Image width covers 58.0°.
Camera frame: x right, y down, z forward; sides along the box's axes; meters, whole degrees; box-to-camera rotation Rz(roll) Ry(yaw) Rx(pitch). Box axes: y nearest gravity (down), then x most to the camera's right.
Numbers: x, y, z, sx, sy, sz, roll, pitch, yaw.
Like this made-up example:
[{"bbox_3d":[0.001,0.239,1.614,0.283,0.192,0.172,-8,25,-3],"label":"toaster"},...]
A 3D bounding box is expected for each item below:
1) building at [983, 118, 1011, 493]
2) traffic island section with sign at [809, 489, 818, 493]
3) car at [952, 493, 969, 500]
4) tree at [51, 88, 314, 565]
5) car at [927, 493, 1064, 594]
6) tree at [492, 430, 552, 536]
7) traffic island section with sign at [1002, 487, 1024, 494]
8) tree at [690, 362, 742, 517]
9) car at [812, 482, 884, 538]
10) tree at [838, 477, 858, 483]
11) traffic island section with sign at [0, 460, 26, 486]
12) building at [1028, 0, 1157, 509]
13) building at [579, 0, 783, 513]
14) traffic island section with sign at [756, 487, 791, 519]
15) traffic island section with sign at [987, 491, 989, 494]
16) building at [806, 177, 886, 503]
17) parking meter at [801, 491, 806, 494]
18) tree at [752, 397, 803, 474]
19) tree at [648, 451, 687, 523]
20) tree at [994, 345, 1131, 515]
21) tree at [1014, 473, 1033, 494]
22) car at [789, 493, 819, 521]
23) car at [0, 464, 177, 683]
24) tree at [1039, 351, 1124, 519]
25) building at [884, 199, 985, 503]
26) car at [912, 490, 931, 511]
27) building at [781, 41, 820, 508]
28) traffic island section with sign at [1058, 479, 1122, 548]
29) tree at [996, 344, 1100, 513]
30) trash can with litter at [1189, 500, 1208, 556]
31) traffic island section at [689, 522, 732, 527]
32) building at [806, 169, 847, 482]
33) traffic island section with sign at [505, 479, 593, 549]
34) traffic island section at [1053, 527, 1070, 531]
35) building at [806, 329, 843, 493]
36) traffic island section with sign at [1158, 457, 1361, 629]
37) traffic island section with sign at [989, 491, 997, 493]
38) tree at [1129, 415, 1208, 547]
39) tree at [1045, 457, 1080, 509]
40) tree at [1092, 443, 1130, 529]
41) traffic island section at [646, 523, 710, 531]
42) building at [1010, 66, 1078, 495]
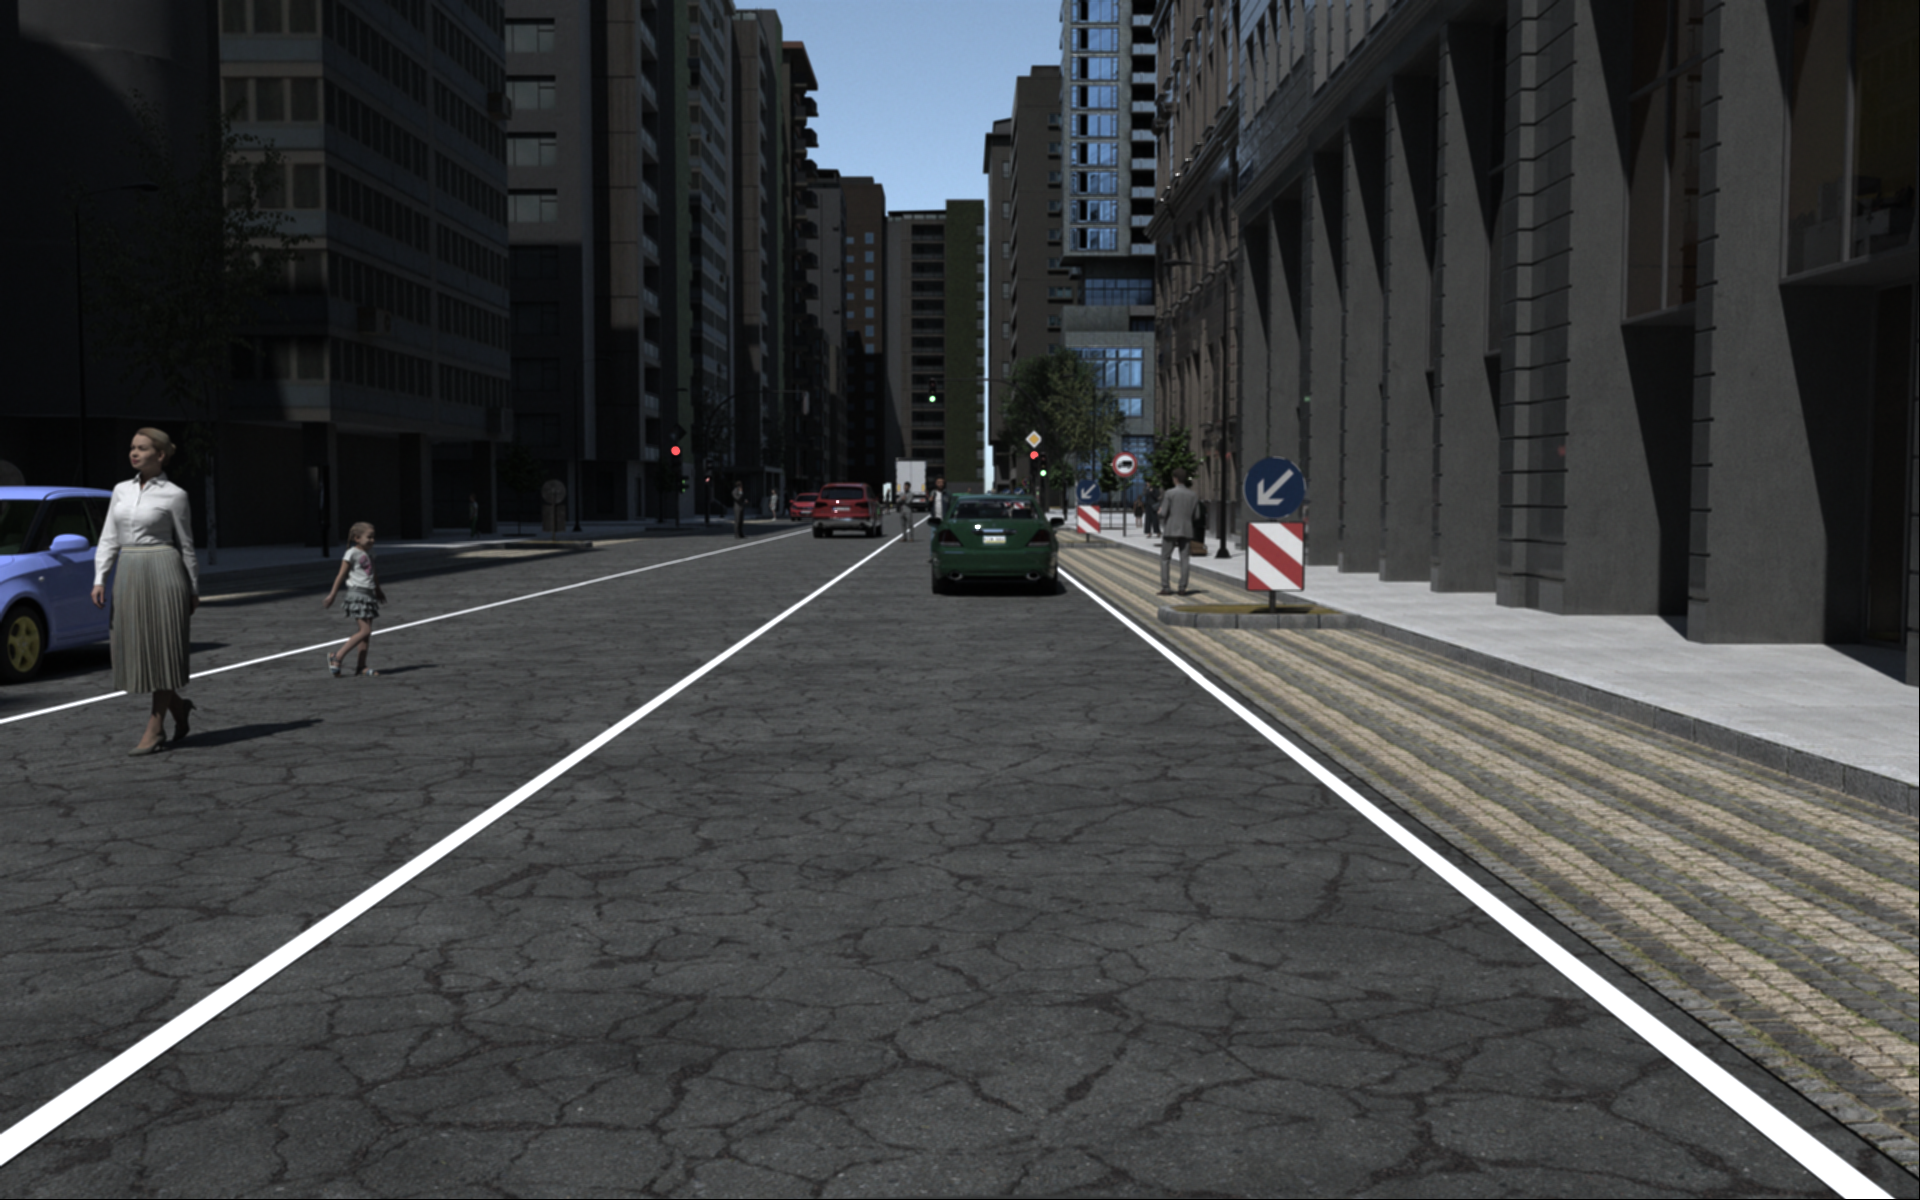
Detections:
[{"bbox_3d":[17.231,-40.355,249.040,27.495,52.752,28.713,0,3,0],"label":"building"},{"bbox_3d":[-10.791,-7.299,127.960,1.989,1.847,2.006,0,3,0],"label":"traffic island section with sign"},{"bbox_3d":[0.191,-5.092,92.050,1.959,1.807,4.718,0,4,1],"label":"car"},{"bbox_3d":[-13.742,-4.930,30.970,4.737,8.622,4.395,0,3,0],"label":"tree"},{"bbox_3d":[0.539,-0.887,26.300,2.131,1.459,4.920,0,4,2],"label":"car"},{"bbox_3d":[-13.342,-3.565,52.888,1.663,3.219,1.824,0,3,0],"label":"tree"},{"bbox_3d":[3.309,-5.665,101.254,1.989,1.847,2.006,0,3,0],"label":"traffic island section with sign"},{"bbox_3d":[-13.976,-8.897,95.836,4.360,8.622,3.978,0,3,0],"label":"tree"},{"bbox_3d":[-3.731,-3.017,57.995,2.281,1.827,5.304,0,4,2],"label":"car"},{"bbox_3d":[-13.501,-13.307,212.164,1.663,3.219,1.824,0,3,0],"label":"tree"},{"bbox_3d":[-10.882,-0.637,19.039,1.989,1.847,2.006,0,3,0],"label":"traffic island section with sign"},{"bbox_3d":[18.418,-52.181,165.824,22.319,86.520,31.000,0,3,0],"label":"building"},{"bbox_3d":[-22.156,-28.030,141.883,14.154,41.232,14.086,0,3,0],"label":"building"},{"bbox_3d":[-10.822,-5.650,101.005,1.989,1.847,2.006,0,3,0],"label":"traffic island section with sign"},{"bbox_3d":[3.368,-10.403,178.720,1.989,1.847,2.006,0,3,0],"label":"traffic island section with sign"},{"bbox_3d":[-17.707,-36.263,243.009,14.200,45.320,14.600,0,3,0],"label":"building"},{"bbox_3d":[-12.719,-8.099,140.827,0.372,1.533,0.369,0,3,0],"label":"parking meter"},{"bbox_3d":[-14.080,-11.139,132.492,4.360,8.622,3.978,0,3,0],"label":"tree"},{"bbox_3d":[-13.249,-5.095,77.912,1.663,3.219,1.824,0,3,0],"label":"tree"},{"bbox_3d":[6.639,-10.607,107.831,8.767,10.594,7.601,1,4,15],"label":"tree"},{"bbox_3d":[5.831,-10.071,159.261,1.663,3.219,1.824,0,3,0],"label":"tree"},{"bbox_3d":[-8.087,-5.166,93.511,2.155,1.783,4.494,0,4,1],"label":"car"},{"bbox_3d":[-7.908,-0.285,14.249,1.945,1.707,3.694,0,4,1],"label":"car"},{"bbox_3d":[6.282,-8.524,89.731,4.737,8.622,4.395,0,3,0],"label":"tree"},{"bbox_3d":[-3.565,-34.180,242.439,14.086,41.232,14.154,0,3,0],"label":"building"},{"bbox_3d":[-3.401,-8.531,148.158,2.281,1.827,5.304,0,4,2],"label":"car"},{"bbox_3d":[-25.153,-31.272,165.920,22.147,44.769,28.867,0,3,0],"label":"building"},{"bbox_3d":[3.260,-2.299,46.217,1.989,1.847,2.006,0,3,0],"label":"traffic island section with sign"},{"bbox_3d":[6.156,-11.837,119.290,9.928,11.665,9.643,0,3,0],"label":"tree"},{"bbox_3d":[4.951,-1.505,35.992,0.624,1.170,1.055,0,4,-5],"label":"trash can with litter"},{"bbox_3d":[-11.163,-3.308,76.371,2.009,0.180,2.903,0,3,0],"label":"traffic island section"},{"bbox_3d":[-21.484,-32.767,219.338,14.086,41.232,14.154,0,3,0],"label":"building"},{"bbox_3d":[-10.860,-2.286,46.012,1.989,1.847,2.006,0,3,0],"label":"traffic island section with sign"},{"bbox_3d":[3.272,-2.819,68.369,2.009,0.180,2.903,0,3,0],"label":"traffic island section"},{"bbox_3d":[-28.079,-21.433,195.461,27.650,21.520,28.899,0,3,0],"label":"building"},{"bbox_3d":[3.235,-0.645,19.171,1.989,1.847,2.006,0,3,0],"label":"traffic island section with sign"},{"bbox_3d":[3.325,-7.314,128.209,1.989,1.847,2.006,0,3,0],"label":"traffic island section with sign"},{"bbox_3d":[5.258,-2.928,42.476,1.663,3.219,1.824,0,3,0],"label":"tree"},{"bbox_3d":[8.567,-10.018,147.505,4.285,4.588,4.351,0,3,0],"label":"tree"},{"bbox_3d":[5.415,-4.192,63.142,1.663,3.219,1.824,0,3,0],"label":"tree"},{"bbox_3d":[-11.169,-2.820,68.386,2.009,0.180,2.903,0,3,0],"label":"traffic island section"},{"bbox_3d":[16.645,-34.834,193.236,21.300,48.544,21.600,0,3,0],"label":"building"}]
